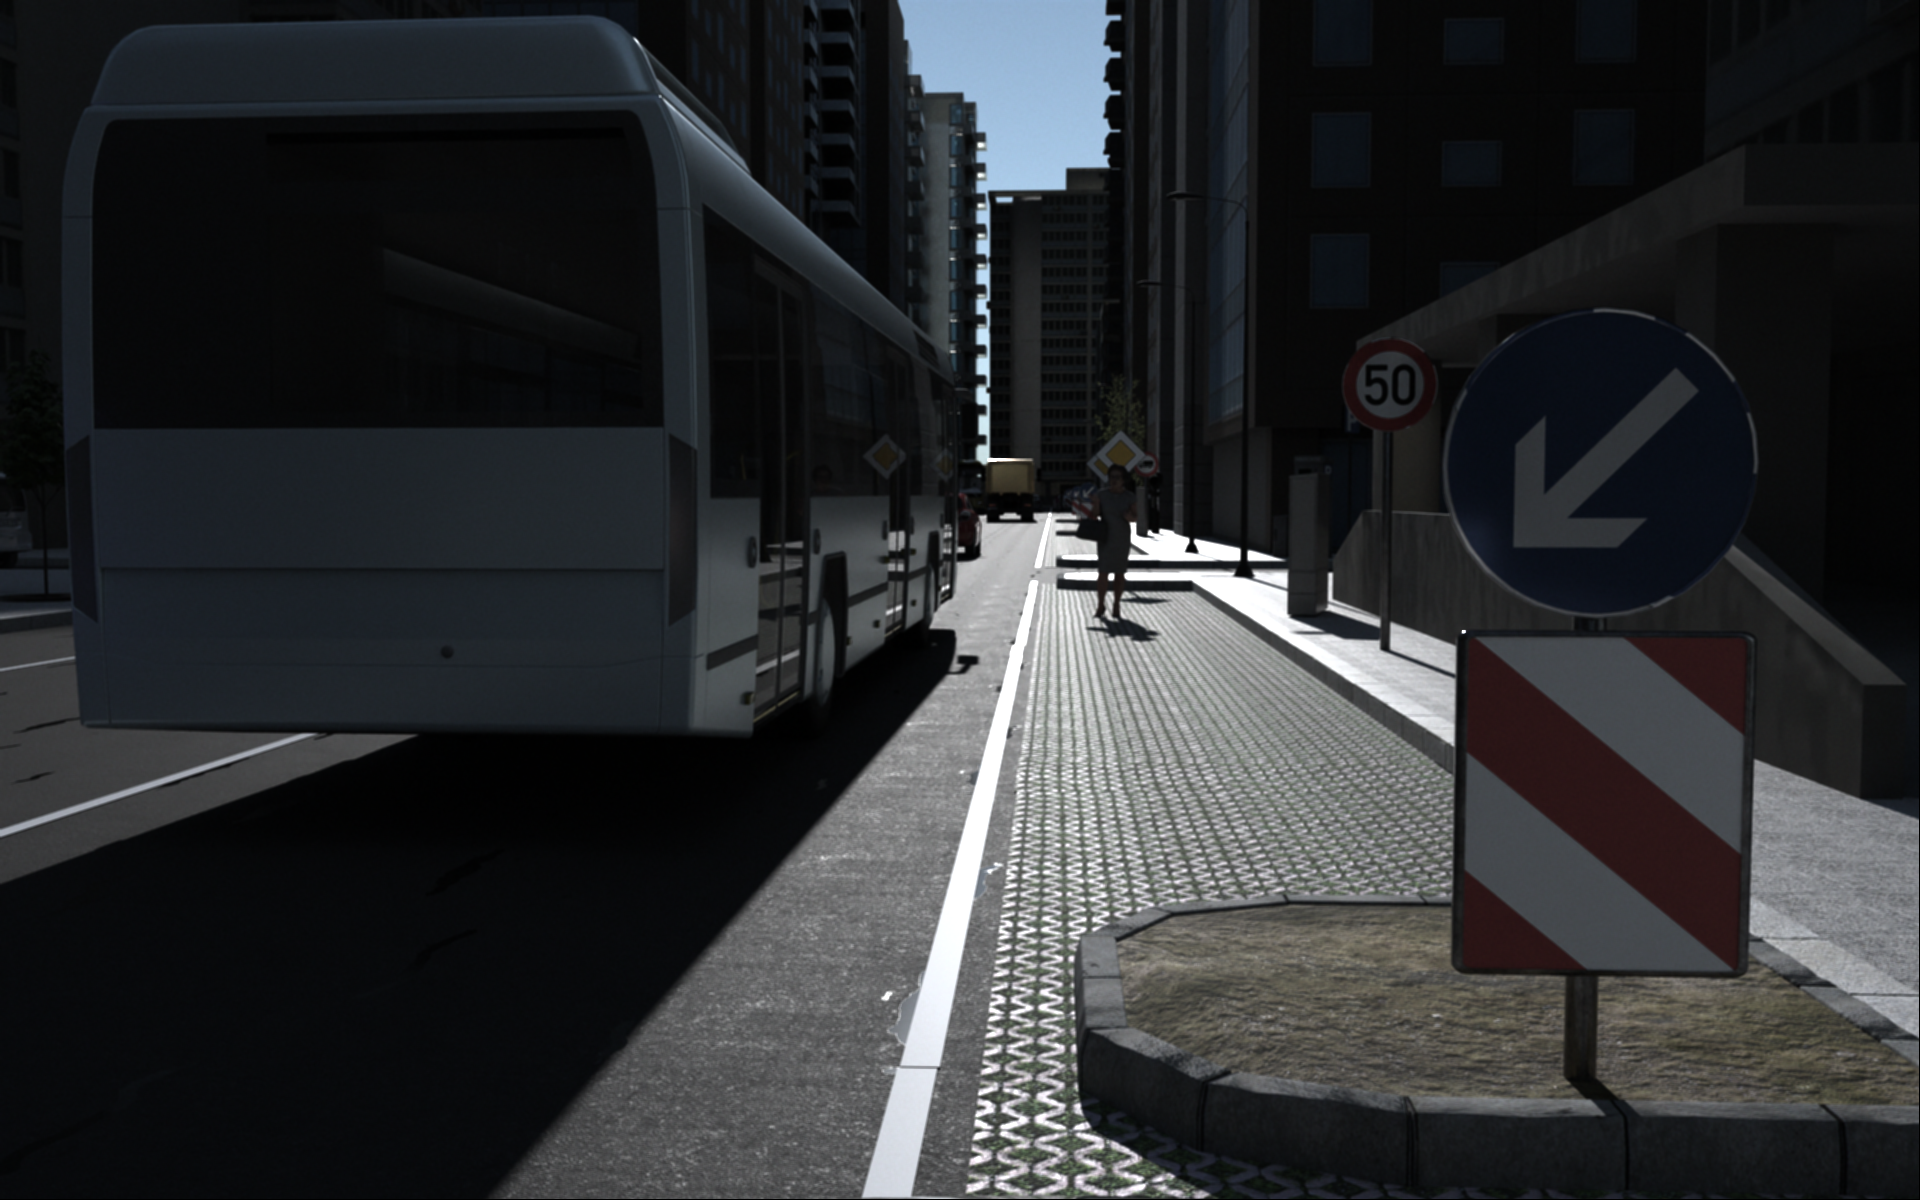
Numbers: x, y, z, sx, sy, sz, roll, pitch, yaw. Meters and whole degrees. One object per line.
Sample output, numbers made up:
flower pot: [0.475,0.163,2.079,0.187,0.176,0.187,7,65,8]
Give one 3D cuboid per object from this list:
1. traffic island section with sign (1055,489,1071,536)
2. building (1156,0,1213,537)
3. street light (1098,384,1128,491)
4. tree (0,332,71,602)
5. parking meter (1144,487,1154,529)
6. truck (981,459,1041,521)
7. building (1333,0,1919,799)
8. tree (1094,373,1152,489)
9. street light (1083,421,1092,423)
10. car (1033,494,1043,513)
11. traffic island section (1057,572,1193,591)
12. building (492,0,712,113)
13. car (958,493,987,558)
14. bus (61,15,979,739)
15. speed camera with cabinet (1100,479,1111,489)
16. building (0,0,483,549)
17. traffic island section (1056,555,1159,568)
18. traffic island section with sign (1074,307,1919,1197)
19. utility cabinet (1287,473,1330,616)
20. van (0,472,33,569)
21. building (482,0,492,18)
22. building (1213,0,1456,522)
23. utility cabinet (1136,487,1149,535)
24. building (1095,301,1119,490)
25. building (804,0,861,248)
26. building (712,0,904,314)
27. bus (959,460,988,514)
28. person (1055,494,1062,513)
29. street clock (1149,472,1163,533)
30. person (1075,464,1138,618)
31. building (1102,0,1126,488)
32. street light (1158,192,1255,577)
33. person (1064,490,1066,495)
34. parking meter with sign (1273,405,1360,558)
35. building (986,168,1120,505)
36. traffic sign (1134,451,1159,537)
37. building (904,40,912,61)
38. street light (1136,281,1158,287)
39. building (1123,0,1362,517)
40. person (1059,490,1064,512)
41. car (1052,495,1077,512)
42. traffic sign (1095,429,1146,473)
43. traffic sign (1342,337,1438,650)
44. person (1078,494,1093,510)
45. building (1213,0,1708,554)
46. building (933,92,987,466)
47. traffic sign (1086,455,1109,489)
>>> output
traffic island section with sign: [4.322,-3.136,59.901,1.989,1.847,2.006,0,4,3]
building: [17.929,-31.905,63.648,21.231,58.520,28.212,0,4,3]
street light: [6.529,-6.174,73.483,1.470,5.913,1.316,0,4,3]
tree: [-11.110,-1.603,20.816,1.663,3.219,1.824,0,3,0]
parking meter: [6.863,-3.338,62.995,0.372,1.533,0.369,0,3,0]
truck: [2.801,-6.113,95.879,3.469,3.379,9.791,0,4,2]
building: [20.247,-19.585,12.094,32.217,40.220,23.993,0,4,3]
tree: [9.982,-9.429,104.522,4.360,8.622,3.978,0,3,0]
street light: [8.516,-8.395,109.795,1.470,5.913,1.316,0,4,3]
car: [5.477,-7.480,134.295,2.014,1.417,4.499,0,4,2]
traffic island section: [2.514,-0.287,26.980,2.009,0.180,2.903,0,4,3]
building: [-16.618,-27.348,97.254,14.600,45.320,14.200,0,4,3]
car: [-0.458,-1.930,40.592,2.155,1.783,4.494,0,4,3]
bus: [-1.747,-1.131,13.356,2.948,3.499,13.247,0,4,5]
speed camera with cabinet: [8.926,-6.471,100.140,0.660,3.252,2.038,3,5,40]
building: [-27.254,-21.785,48.061,32.217,40.220,23.993,0,4,3]
traffic island section: [2.950,-0.775,34.953,2.009,0.180,2.903,0,4,3]
traffic island section with sign: [1.300,0.254,4.482,1.989,1.847,2.006,0,4,3]
utility cabinet: [3.728,-0.604,18.553,0.318,1.500,1.173,1,4,18]
van: [-19.104,-1.484,31.274,4.112,2.044,2.013,0,4,3]
building: [-17.136,-25.953,74.440,14.600,45.320,14.200,0,4,3]
building: [17.511,-27.104,93.268,14.600,45.320,14.200,0,4,3]
utility cabinet: [5.663,-2.755,53.724,0.318,1.500,1.173,1,4,11]
building: [27.389,-19.835,169.338,27.650,21.520,28.899,0,4,3]
building: [-17.731,-49.678,124.903,22.319,86.520,31.000,0,4,3]
building: [-12.264,-30.480,148.454,14.600,45.320,14.200,0,4,3]
bus: [0.717,-8.305,127.334,2.896,3.916,12.252,0,4,3]
person: [7.478,-7.337,131.678,0.599,1.433,0.991,-2,4,-31]
street clock: [6.391,-3.179,56.542,0.358,2.002,0.471,-2,4,-32]
person: [1.688,-0.679,19.964,0.716,1.782,0.532,0,4,7]
building: [22.775,-29.662,139.602,22.147,44.769,28.867,0,4,3]
street light: [3.872,-3.317,26.779,1.470,5.913,1.316,0,4,3]
person: [9.350,-8.900,154.568,0.434,1.755,0.990,2,4,32]
parking meter with sign: [7.082,-2.349,34.671,1.738,3.016,0.543,3,5,44]
building: [15.390,-31.629,209.018,23.993,40.220,32.217,0,4,3]
traffic sign: [5.546,-3.152,51.648,0.768,2.556,0.104,0,4,7]
building: [-19.091,-33.948,174.657,30.456,49.044,23.786,0,4,3]
street light: [4.542,-3.995,37.852,1.470,5.913,1.316,0,4,3]
building: [18.390,-28.594,117.625,14.600,45.320,14.200,0,4,3]
person: [7.830,-7.687,134.904,0.721,1.735,1.217,-1,4,-14]
car: [8.523,-7.849,140.700,2.083,1.381,4.827,0,4,2]
traffic sign: [2.490,-1.423,26.904,0.795,2.450,0.064,0,4,3]
traffic sign: [3.501,-0.861,14.189,0.768,2.556,0.104,0,4,5]
person: [5.518,-4.101,75.908,0.716,1.782,0.532,1,4,16]
building: [13.700,-23.963,41.898,14.200,45.320,14.600,0,4,3]
building: [-11.998,-35.896,206.501,30.456,49.044,23.786,0,4,3]
traffic sign: [2.926,-1.910,34.877,0.795,2.450,0.064,0,4,3]
